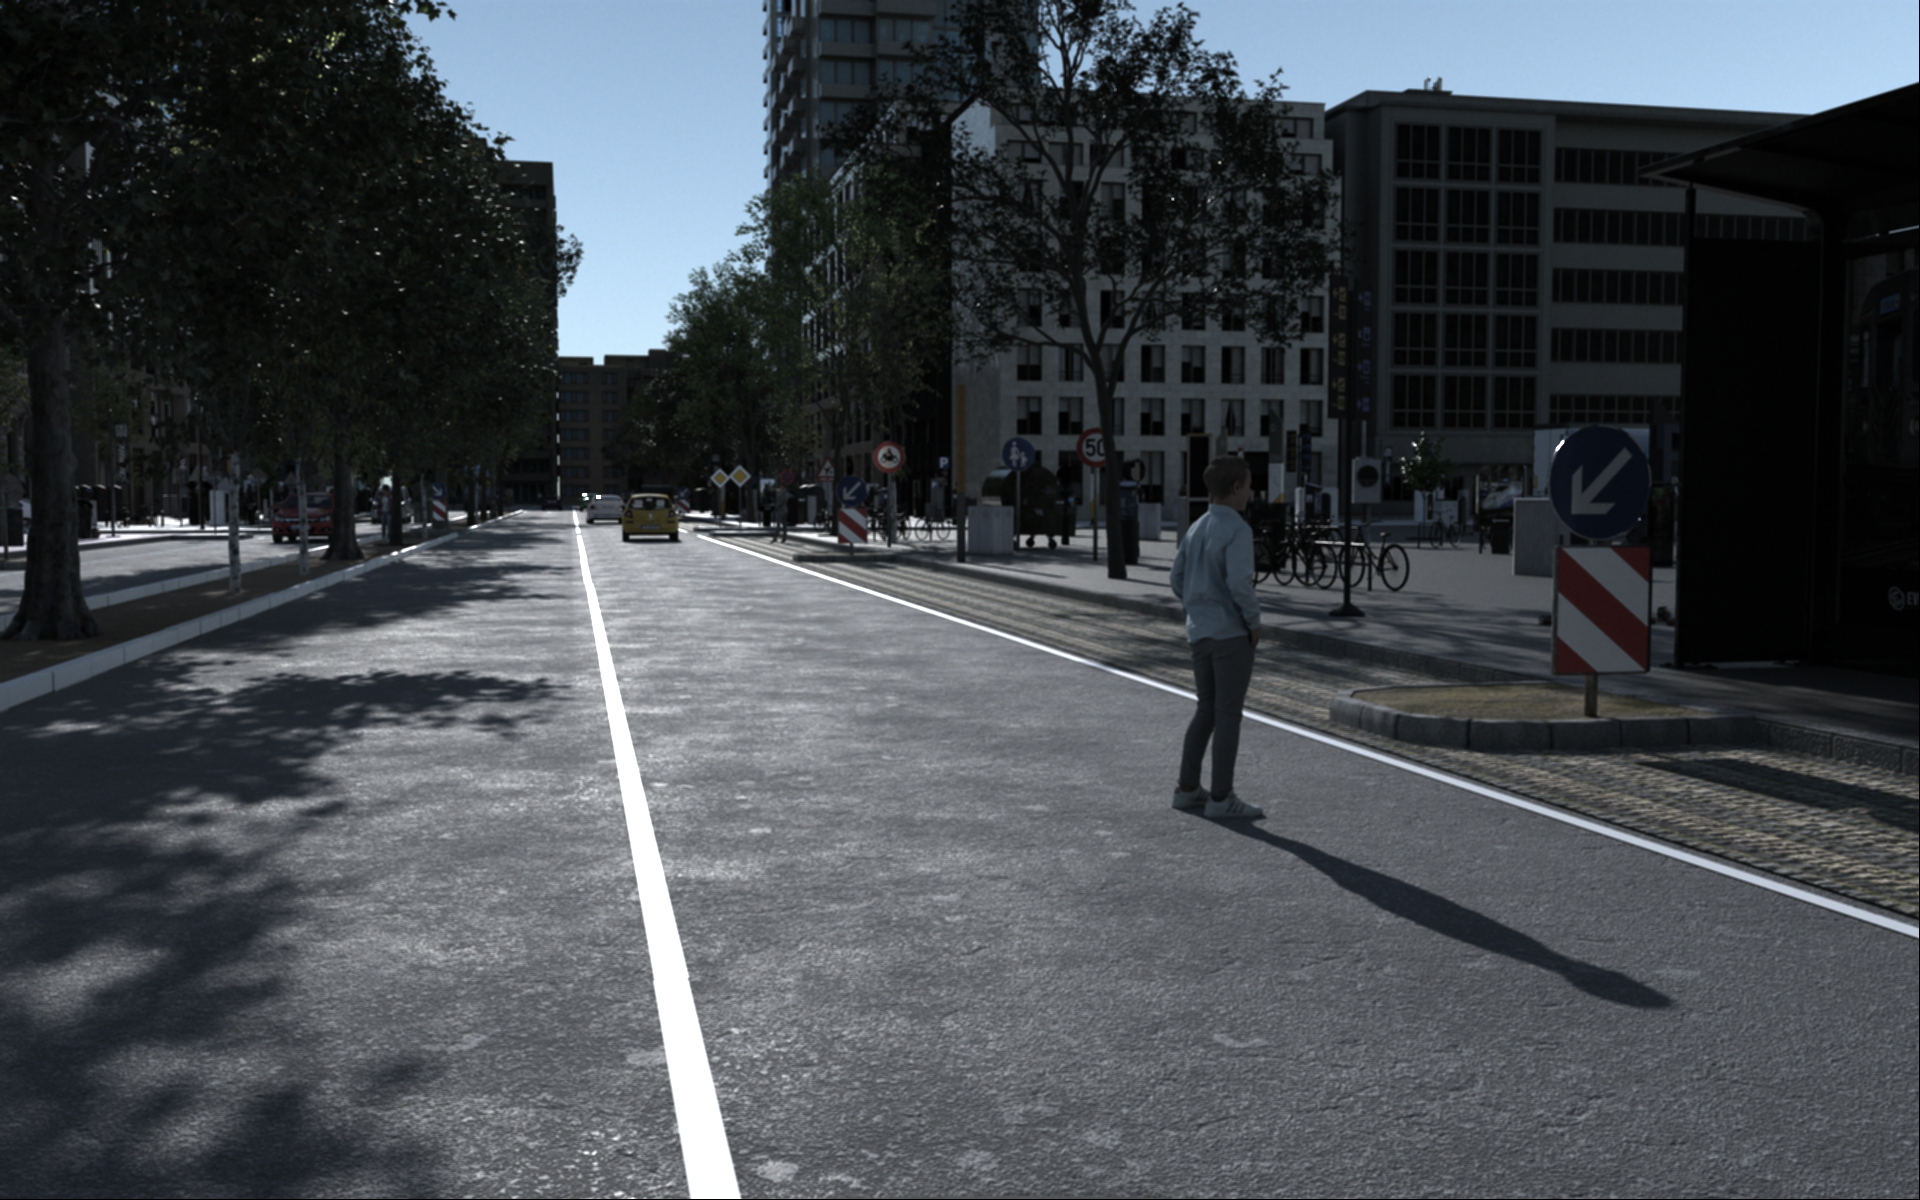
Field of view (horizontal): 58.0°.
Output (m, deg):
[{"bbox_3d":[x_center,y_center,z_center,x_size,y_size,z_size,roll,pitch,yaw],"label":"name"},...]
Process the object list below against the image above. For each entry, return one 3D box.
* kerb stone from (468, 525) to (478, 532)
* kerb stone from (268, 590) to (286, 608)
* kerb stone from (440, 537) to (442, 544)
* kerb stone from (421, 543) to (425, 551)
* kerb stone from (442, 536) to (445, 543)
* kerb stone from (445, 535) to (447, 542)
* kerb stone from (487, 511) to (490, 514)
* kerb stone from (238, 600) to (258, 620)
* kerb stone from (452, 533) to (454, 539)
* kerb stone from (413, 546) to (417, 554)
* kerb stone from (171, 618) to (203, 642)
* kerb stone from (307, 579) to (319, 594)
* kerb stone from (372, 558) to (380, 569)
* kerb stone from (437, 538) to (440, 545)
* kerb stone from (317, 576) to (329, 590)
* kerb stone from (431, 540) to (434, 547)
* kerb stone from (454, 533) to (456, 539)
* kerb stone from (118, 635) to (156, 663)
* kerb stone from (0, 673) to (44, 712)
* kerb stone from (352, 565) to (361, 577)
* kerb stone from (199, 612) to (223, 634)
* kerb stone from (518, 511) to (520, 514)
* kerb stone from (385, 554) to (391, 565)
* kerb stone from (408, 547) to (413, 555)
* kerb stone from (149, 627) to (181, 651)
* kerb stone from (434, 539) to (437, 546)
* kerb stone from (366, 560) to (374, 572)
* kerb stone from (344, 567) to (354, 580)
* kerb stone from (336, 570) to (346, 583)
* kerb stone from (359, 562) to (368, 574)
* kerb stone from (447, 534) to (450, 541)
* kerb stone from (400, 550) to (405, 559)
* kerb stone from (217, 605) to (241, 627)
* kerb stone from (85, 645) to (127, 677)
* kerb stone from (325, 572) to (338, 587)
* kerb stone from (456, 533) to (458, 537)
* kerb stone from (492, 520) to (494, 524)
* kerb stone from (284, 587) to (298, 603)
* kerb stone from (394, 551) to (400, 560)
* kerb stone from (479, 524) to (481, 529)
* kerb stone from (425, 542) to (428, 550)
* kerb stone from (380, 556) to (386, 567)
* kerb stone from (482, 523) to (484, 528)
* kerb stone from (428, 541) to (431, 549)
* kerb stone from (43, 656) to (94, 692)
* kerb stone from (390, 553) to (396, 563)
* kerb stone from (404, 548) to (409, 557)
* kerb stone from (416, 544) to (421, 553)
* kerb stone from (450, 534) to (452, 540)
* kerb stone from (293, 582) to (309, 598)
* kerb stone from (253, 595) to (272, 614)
[{"bbox_3d":[-18.984,-2.770,67.536,0.120,0.150,1.000,-1,4,-13],"label":"kerb stone"},{"bbox_3d":[-8.746,0.011,22.012,0.120,0.150,1.000,-1,4,-13],"label":"kerb stone"},{"bbox_3d":[-14.825,-1.641,49.026,0.120,0.150,1.000,-1,4,-13],"label":"kerb stone"},{"bbox_3d":[-13.466,-1.269,43.013,0.120,0.150,1.000,-1,4,-13],"label":"kerb stone"},{"bbox_3d":[-15.052,-1.697,50.023,0.120,0.150,1.000,-1,4,-13],"label":"kerb stone"},{"bbox_3d":[-15.279,-1.761,51.025,0.120,0.150,1.000,-1,4,-13],"label":"kerb stone"},{"bbox_3d":[-34.982,-6.540,129.122,0.120,0.150,1.000,-1,4,-13],"label":"kerb stone"},{"bbox_3d":[-8.294,0.134,20.007,0.120,0.150,1.000,-1,4,-13],"label":"kerb stone"},{"bbox_3d":[-15.948,-1.942,54.017,0.120,0.150,1.000,-1,4,-13],"label":"kerb stone"},{"bbox_3d":[-13.017,-1.150,41.013,0.120,0.150,1.000,-1,4,-13],"label":"kerb stone"},{"bbox_3d":[-7.632,0.317,17.010,0.120,0.150,1.000,-1,4,-13],"label":"kerb stone"},{"bbox_3d":[-9.425,-0.172,25.002,0.120,0.150,1.000,-1,4,-13],"label":"kerb stone"},{"bbox_3d":[-11.224,-0.661,33.013,0.120,0.150,1.000,-1,4,-13],"label":"kerb stone"},{"bbox_3d":[-14.595,-1.578,48.020,0.120,0.150,1.000,-1,4,-13],"label":"kerb stone"},{"bbox_3d":[-9.648,-0.227,26.000,0.120,0.150,1.000,-1,4,-13],"label":"kerb stone"},{"bbox_3d":[-14.150,-1.457,46.022,0.120,0.150,1.000,-1,4,-13],"label":"kerb stone"},{"bbox_3d":[-16.173,-2.007,55.017,0.120,0.150,1.000,-1,4,-13],"label":"kerb stone"},{"bbox_3d":[-7.176,0.441,15.008,0.120,0.150,1.000,-1,4,-13],"label":"kerb stone"},{"bbox_3d":[-6.505,0.626,12.009,0.120,0.150,1.000,-1,4,-13],"label":"kerb stone"},{"bbox_3d":[-10.543,-0.476,30.007,0.120,0.150,1.000,-1,4,-13],"label":"kerb stone"},{"bbox_3d":[-7.852,0.256,18.012,0.120,0.150,1.000,-1,4,-13],"label":"kerb stone"},{"bbox_3d":[-30.901,-6.015,120.541,0.120,0.150,1.000,-1,4,-13],"label":"kerb stone"},{"bbox_3d":[-11.666,-0.784,35.013,0.120,0.150,1.000,-1,4,-13],"label":"kerb stone"},{"bbox_3d":[-12.797,-1.090,40.013,0.120,0.150,1.000,-1,4,-13],"label":"kerb stone"},{"bbox_3d":[-7.404,0.384,16.007,0.120,0.150,1.000,-1,4,-13],"label":"kerb stone"},{"bbox_3d":[-14.374,-1.518,47.019,0.120,0.150,1.000,-1,4,-13],"label":"kerb stone"},{"bbox_3d":[-10.993,-0.595,32.003,0.120,0.150,1.000,-1,4,-13],"label":"kerb stone"},{"bbox_3d":[-10.316,-0.417,29.007,0.120,0.150,1.000,-1,4,-13],"label":"kerb stone"},{"bbox_3d":[-10.102,-0.354,28.005,0.120,0.150,1.000,-1,4,-13],"label":"kerb stone"},{"bbox_3d":[-10.774,-0.539,31.003,0.120,0.150,1.000,-1,4,-13],"label":"kerb stone"},{"bbox_3d":[-15.494,-1.824,52.024,0.120,0.150,1.000,-1,4,-13],"label":"kerb stone"},{"bbox_3d":[-12.354,-0.967,38.009,0.120,0.150,1.000,-1,4,-13],"label":"kerb stone"},{"bbox_3d":[-8.073,0.195,19.009,0.120,0.150,1.000,-1,4,-13],"label":"kerb stone"},{"bbox_3d":[-6.950,0.502,14.004,0.120,0.150,1.000,-1,4,-13],"label":"kerb stone"},{"bbox_3d":[-9.872,-0.294,27.009,0.120,0.150,1.000,-1,4,-13],"label":"kerb stone"},{"bbox_3d":[-16.390,-2.069,56.016,0.120,0.150,1.000,-1,4,-13],"label":"kerb stone"},{"bbox_3d":[-22.140,-3.630,81.548,0.120,0.150,1.000,-1,4,-13],"label":"kerb stone"},{"bbox_3d":[-8.971,-0.040,23.010,0.120,0.150,1.000,-1,4,-13],"label":"kerb stone"},{"bbox_3d":[-12.125,-0.905,37.014,0.120,0.150,1.000,-1,4,-13],"label":"kerb stone"},{"bbox_3d":[-19.429,-2.895,69.531,0.120,0.150,1.000,-1,4,-13],"label":"kerb stone"},{"bbox_3d":[-13.688,-1.327,44.010,0.120,0.150,1.000,-1,4,-13],"label":"kerb stone"},{"bbox_3d":[-11.444,-0.722,34.015,0.120,0.150,1.000,-1,4,-13],"label":"kerb stone"},{"bbox_3d":[-19.872,-3.017,71.531,0.120,0.150,1.000,-1,4,-13],"label":"kerb stone"},{"bbox_3d":[-13.919,-1.396,45.014,0.120,0.150,1.000,-1,4,-13],"label":"kerb stone"},{"bbox_3d":[-6.722,0.562,13.007,0.120,0.150,1.000,-1,4,-13],"label":"kerb stone"},{"bbox_3d":[-11.902,-0.844,36.007,0.120,0.150,1.000,-1,4,-13],"label":"kerb stone"},{"bbox_3d":[-12.572,-1.024,39.016,0.120,0.150,1.000,-1,4,-13],"label":"kerb stone"},{"bbox_3d":[-13.242,-1.212,42.015,0.120,0.150,1.000,-1,4,-13],"label":"kerb stone"},{"bbox_3d":[-15.720,-1.885,53.021,0.120,0.150,1.000,-1,4,-13],"label":"kerb stone"},{"bbox_3d":[-9.194,-0.107,24.007,0.120,0.150,1.000,-1,4,-13],"label":"kerb stone"},{"bbox_3d":[-8.523,0.073,21.006,0.120,0.150,1.000,-1,4,-13],"label":"kerb stone"}]
